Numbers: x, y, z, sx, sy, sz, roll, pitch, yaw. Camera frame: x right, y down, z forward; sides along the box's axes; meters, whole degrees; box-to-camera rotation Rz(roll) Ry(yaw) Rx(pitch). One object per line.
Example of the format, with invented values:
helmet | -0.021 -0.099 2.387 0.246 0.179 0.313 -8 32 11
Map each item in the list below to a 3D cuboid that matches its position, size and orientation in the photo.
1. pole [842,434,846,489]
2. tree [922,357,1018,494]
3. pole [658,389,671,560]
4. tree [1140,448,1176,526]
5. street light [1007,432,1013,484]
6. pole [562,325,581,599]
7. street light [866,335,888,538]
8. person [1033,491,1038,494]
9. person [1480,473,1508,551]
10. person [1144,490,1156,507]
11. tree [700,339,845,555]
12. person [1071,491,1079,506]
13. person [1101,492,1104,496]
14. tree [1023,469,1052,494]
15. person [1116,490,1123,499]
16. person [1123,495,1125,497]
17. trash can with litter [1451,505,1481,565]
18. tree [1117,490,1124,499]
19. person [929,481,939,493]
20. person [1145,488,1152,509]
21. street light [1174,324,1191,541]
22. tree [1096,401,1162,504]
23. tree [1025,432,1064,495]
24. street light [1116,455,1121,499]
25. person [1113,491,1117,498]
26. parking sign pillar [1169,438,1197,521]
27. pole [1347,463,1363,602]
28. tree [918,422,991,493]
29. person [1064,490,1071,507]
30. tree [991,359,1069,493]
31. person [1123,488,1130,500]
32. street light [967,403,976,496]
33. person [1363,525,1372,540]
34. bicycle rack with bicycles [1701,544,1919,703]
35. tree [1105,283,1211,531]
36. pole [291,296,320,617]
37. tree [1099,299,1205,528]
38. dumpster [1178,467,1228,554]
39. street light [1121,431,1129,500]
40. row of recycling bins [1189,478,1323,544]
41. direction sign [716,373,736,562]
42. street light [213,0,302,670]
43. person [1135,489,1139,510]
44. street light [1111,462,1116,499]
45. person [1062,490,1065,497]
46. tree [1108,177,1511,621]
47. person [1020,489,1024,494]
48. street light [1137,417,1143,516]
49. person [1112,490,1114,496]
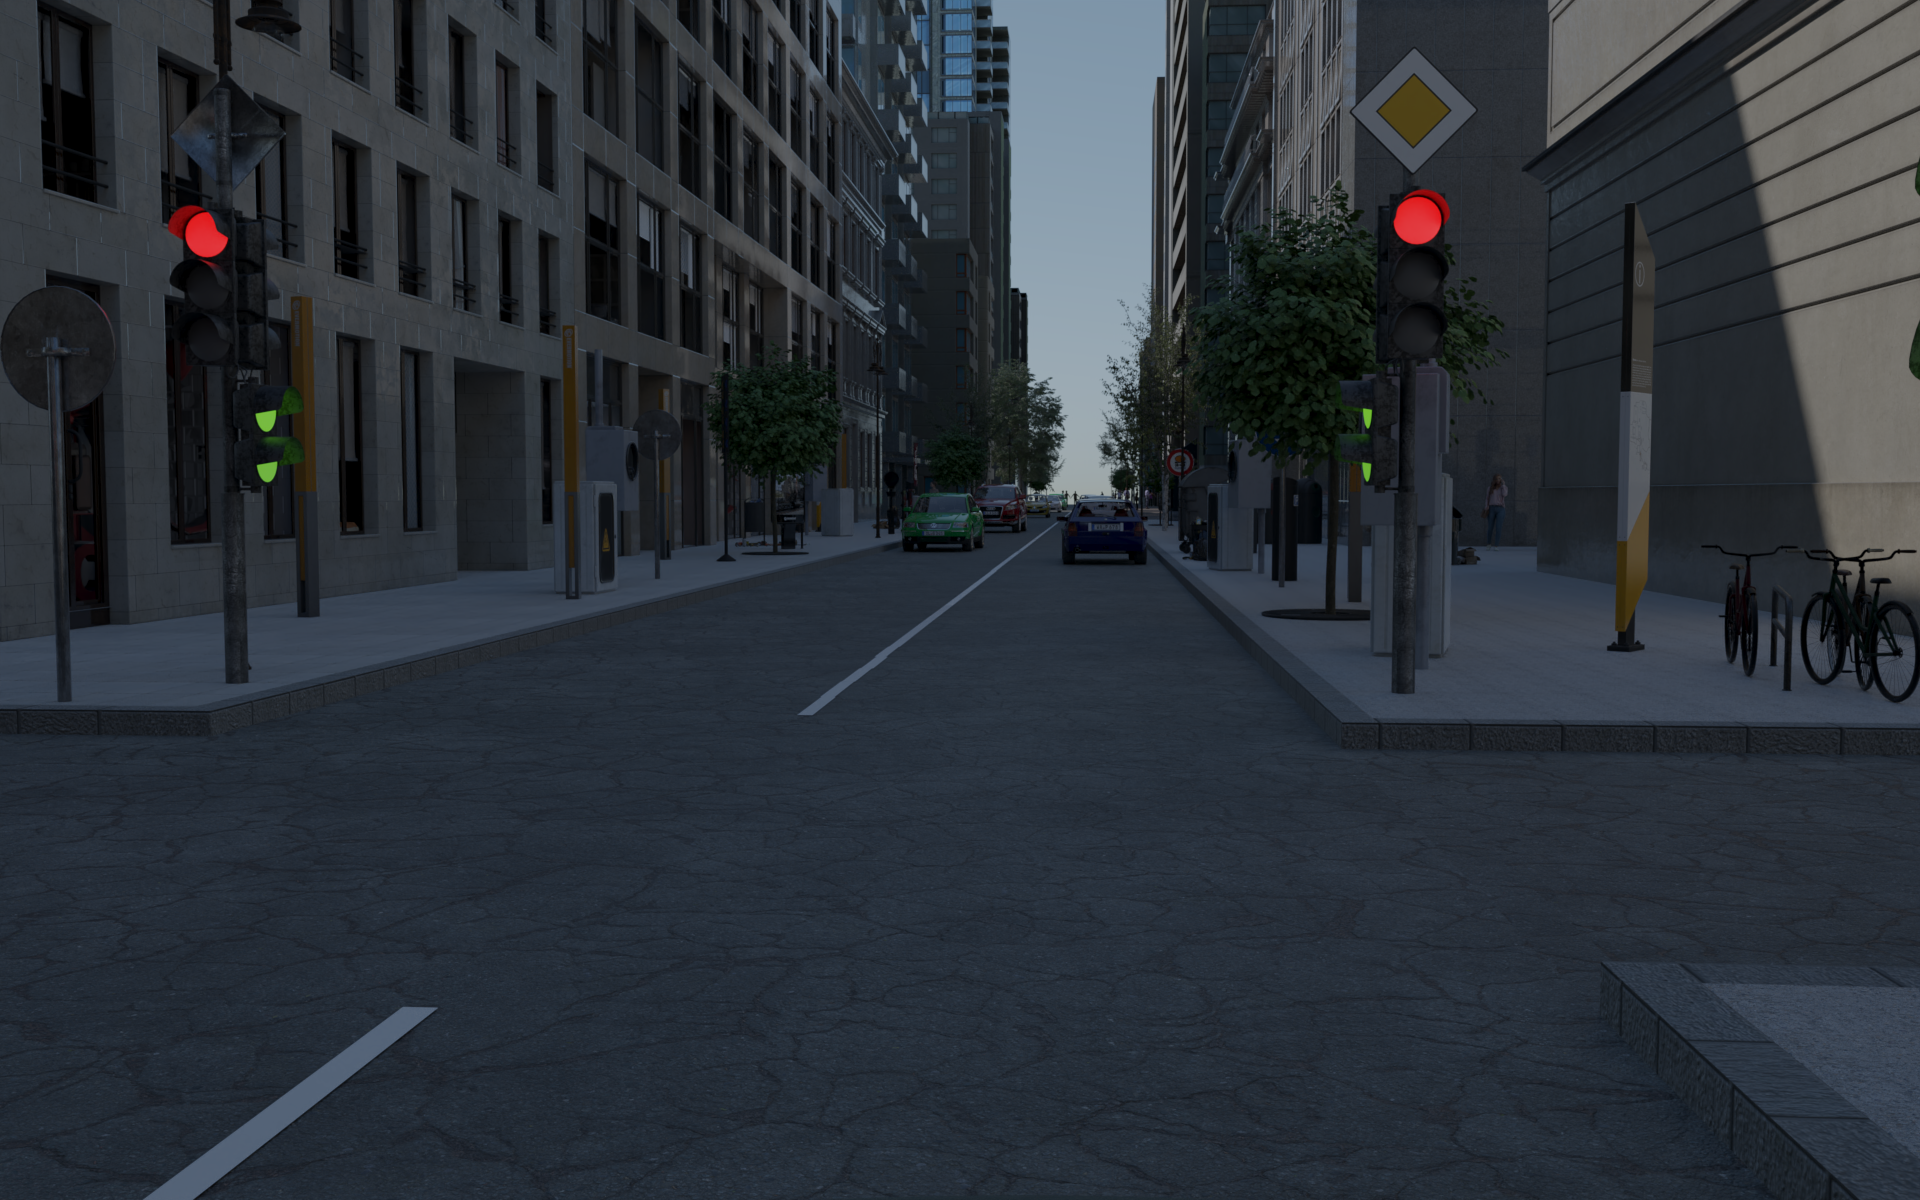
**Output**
pole | -3.931 -3.972 58.777 0.158 3.312 0.155 0 3 0
tree | 0.392 -8.716 92.867 4.360 8.622 3.978 0 3 0
pole | -5.746 -2.438 33.701 0.158 3.312 0.155 0 3 0
tree | 8.022 -4.628 70.264 1.663 3.219 1.824 0 3 0
street light | 3.620 -9.361 125.833 0.468 5.910 1.993 0 4 4
pole | -4.720 -1.664 21.056 0.158 3.312 0.155 0 3 0
street light | -2.396 -4.749 50.433 0.468 5.910 1.993 0 4 4
person | 8.940 -12.036 202.930 1.348 1.812 0.705 0 4 7
person | 12.064 -1.985 39.092 0.593 1.750 0.643 2 4 25
person | 19.345 -10.351 175.972 1.217 1.739 0.721 0 4 3
tree | -3.911 -3.254 36.917 4.285 4.588 4.351 0 3 0
person | 13.763 -12.101 206.448 1.348 1.812 0.705 2 4 34
person | 17.723 -12.751 217.425 0.568 1.767 0.683 2 4 32
tree | 8.791 -12.800 192.993 4.285 4.588 4.351 0 3 0
person | 16.306 -10.415 177.259 0.756 1.711 0.436 0 4 5
person | 20.656 -12.755 214.222 0.705 1.869 1.348 3 5 45
trash can with litter | 8.935 -1.228 31.468 1.055 1.170 0.624 -2 4 -35
tree | 18.953 -12.666 201.687 1.663 3.219 1.824 0 3 0
person | -1.097 -3.696 66.811 0.599 1.781 0.374 2 4 33
person | 16.143 -8.691 148.009 0.599 1.838 0.709 -1 4 -13
street light | 6.064 -4.548 47.156 0.468 5.910 1.993 0 4 4
tree | 16.770 -14.470 171.002 8.767 10.594 7.601 3 5 44
tree | 8.888 -15.166 198.326 4.737 8.622 4.395 0 3 0
street light | 15.030 -11.552 161.663 0.468 5.910 1.993 0 4 4
person | 19.033 -12.613 212.978 0.721 1.735 1.217 0 4 -7
parking sign pillar | 10.644 -5.763 82.702 1.447 3.967 1.447 -1 4 -20
pole | 4.694 -1.631 20.517 0.158 3.312 0.155 0 3 0
tree | -0.227 -5.799 78.524 4.285 4.588 4.351 0 3 0
person | 11.393 -10.844 185.808 1.348 1.823 0.705 -3 4 -38
tree | 5.794 -15.602 161.747 9.857 13.997 8.962 0 3 0
person | 14.201 -8.696 148.096 0.709 1.838 0.599 2 4 28
street light | 0.583 -7.062 88.259 0.468 5.910 1.993 0 4 4
person | 6.066 -0.902 25.061 0.475 1.303 0.640 -1 4 -9
bicycle rack with bicycles | 6.360 0.106 11.646 2.852 0.926 2.925 2 4 24
tree | 7.079 -6.694 59.803 4.360 8.622 3.978 0 3 0
pole | -6.804 -1.477 17.992 0.158 3.312 0.155 0 3 0
tree | 7.682 -7.039 65.451 4.737 8.622 4.395 0 3 0
dumpster | 5.430 -1.960 37.812 1.264 1.857 1.865 0 4 4
street light | 12.011 -9.270 124.355 0.468 5.910 1.993 0 4 4
row of recycling bins | 7.580 -2.287 44.504 3.534 1.692 1.069 -1 4 -13
direction sign | -4.458 -2.504 32.931 0.379 3.537 0.876 -1 4 -15
street light | -5.268 -2.427 12.466 0.468 5.910 1.993 0 4 4
person | 13.950 -7.989 137.374 0.721 1.735 1.217 1 4 14
street light | 18.667 -14.356 207.502 0.468 5.910 1.993 0 4 4
person | 10.811 -10.574 181.382 0.705 1.824 1.348 -1 4 -14
tree | 3.908 -2.097 18.000 4.285 4.588 4.351 0 3 0
person | 5.103 -8.576 146.949 1.217 1.739 0.721 1 4 22
street light | 8.921 -6.853 84.837 0.468 5.910 1.993 0 4 4
person | 19.800 -13.364 224.521 0.705 1.826 1.348 0 4 4
